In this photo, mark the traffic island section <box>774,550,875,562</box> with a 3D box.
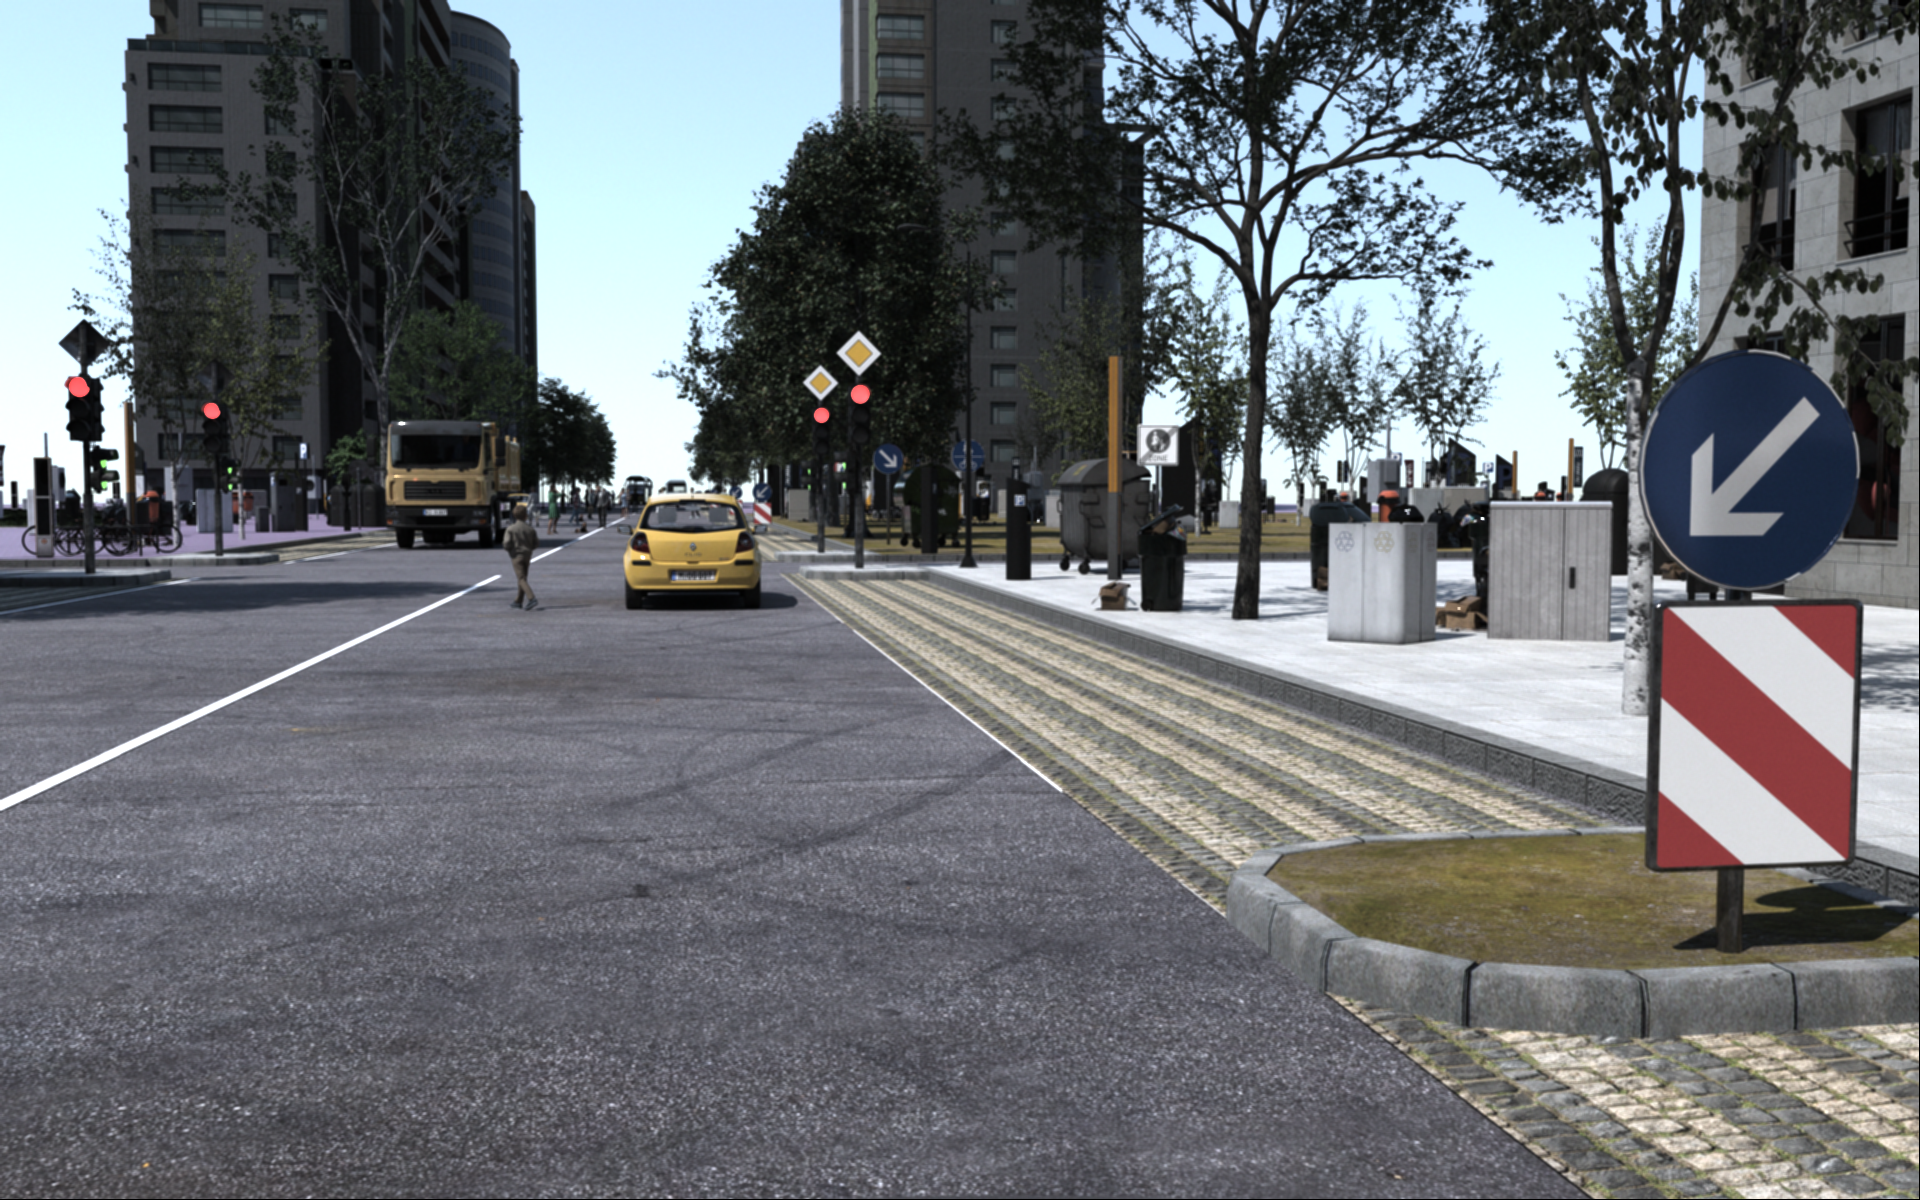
[{"bbox_3d":[-3.008,-0.951,37.824,2.009,0.180,2.903,-1,4,-9],"label":"traffic island section"}]

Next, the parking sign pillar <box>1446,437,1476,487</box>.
[{"bbox_3d":[23.502,-5.678,81.302,1.447,3.967,1.447,3,4,37],"label":"parking sign pillar"}]

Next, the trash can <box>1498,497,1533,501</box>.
[{"bbox_3d":[17.516,-2.610,54.326,0.748,1.137,0.748,0,3,0],"label":"trash can"}]

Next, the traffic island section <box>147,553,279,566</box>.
[{"bbox_3d":[-15.336,-0.828,35.818,2.009,0.180,2.903,-1,4,-9],"label":"traffic island section"}]

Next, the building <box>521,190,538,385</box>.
[{"bbox_3d":[-67.965,-36.523,247.254,14.600,45.320,14.200,-1,4,-9],"label":"building"}]

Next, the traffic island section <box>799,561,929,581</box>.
[{"bbox_3d":[-1.717,-0.469,29.944,2.009,0.180,2.903,-1,4,-9],"label":"traffic island section"}]

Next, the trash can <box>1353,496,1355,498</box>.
[{"bbox_3d":[23.548,-5.709,104.994,0.748,1.137,0.748,0,3,0],"label":"trash can"}]

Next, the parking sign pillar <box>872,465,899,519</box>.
[{"bbox_3d":[-3.802,-6.163,89.242,1.447,3.967,1.447,-1,4,-12],"label":"parking sign pillar"}]

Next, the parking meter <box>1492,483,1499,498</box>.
[{"bbox_3d":[27.983,-5.191,90.592,0.255,1.863,0.399,0,4,1],"label":"parking meter"}]

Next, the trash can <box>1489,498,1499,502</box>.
[{"bbox_3d":[21.367,-3.497,68.833,0.748,1.137,0.748,0,3,0],"label":"trash can"}]

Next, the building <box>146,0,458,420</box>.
[{"bbox_3d":[-54.760,-31.908,145.390,21.300,48.544,21.600,-1,4,-9],"label":"building"}]

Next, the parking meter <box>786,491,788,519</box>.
[{"bbox_3d":[-8.714,-4.914,88.749,0.372,1.533,0.369,0,3,0],"label":"parking meter"}]

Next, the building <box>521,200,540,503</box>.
[{"bbox_3d":[-64.548,-33.596,232.883,14.154,41.232,14.086,-1,4,-9],"label":"building"}]

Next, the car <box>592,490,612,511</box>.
[{"bbox_3d":[-31.564,-8.737,151.523,2.281,1.827,5.304,-1,4,-9],"label":"car"}]

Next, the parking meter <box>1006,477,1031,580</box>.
[{"bbox_3d":[0.877,-1.070,25.899,0.372,1.533,0.369,0,3,0],"label":"parking meter"}]

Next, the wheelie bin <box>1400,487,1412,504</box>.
[{"bbox_3d":[20.290,-4.349,79.021,0.980,1.594,0.693,0,4,-3],"label":"wheelie bin"}]

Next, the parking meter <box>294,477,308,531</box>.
[{"bbox_3d":[-22.963,-3.341,60.343,0.399,1.863,0.255,1,4,12],"label":"parking meter"}]

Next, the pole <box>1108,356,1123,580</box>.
[{"bbox_3d":[2.309,-1.951,25.738,0.158,3.312,0.155,0,3,0],"label":"pole"}]

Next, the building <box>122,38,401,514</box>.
[{"bbox_3d":[-45.578,-20.983,114.773,14.160,30.474,14.107,-1,4,-9],"label":"building"}]

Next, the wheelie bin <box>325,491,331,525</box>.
[{"bbox_3d":[-25.633,-3.860,71.019,0.693,1.594,0.980,-1,4,-14],"label":"wheelie bin"}]

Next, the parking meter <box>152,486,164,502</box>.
[{"bbox_3d":[-26.737,-3.019,57.778,0.372,1.533,0.369,0,3,0],"label":"parking meter"}]

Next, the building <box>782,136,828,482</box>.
[{"bbox_3d":[-12.306,-37.516,232.993,23.786,49.044,30.456,-1,4,-9],"label":"building"}]

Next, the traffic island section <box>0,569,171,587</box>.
[{"bbox_3d":[-14.046,-0.346,27.938,2.009,0.180,2.903,-1,4,-9],"label":"traffic island section"}]

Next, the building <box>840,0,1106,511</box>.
[{"bbox_3d":[0.634,-36.800,143.680,21.231,58.520,28.212,-1,4,-9],"label":"building"}]

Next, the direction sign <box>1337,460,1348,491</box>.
[{"bbox_3d":[25.811,-7.636,116.852,0.876,3.537,0.379,-2,4,-25],"label":"direction sign"}]

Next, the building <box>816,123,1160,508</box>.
[{"bbox_3d":[1.222,-29.310,171.094,32.217,40.220,23.993,-1,4,-9],"label":"building"}]

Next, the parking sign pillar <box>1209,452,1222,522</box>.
[{"bbox_3d":[11.596,-5.598,80.006,1.447,3.967,1.447,-1,4,-22],"label":"parking sign pillar"}]

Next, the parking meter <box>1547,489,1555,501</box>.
[{"bbox_3d":[29.278,-4.749,86.055,0.372,1.533,0.369,0,3,0],"label":"parking meter"}]

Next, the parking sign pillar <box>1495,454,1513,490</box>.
[{"bbox_3d":[36.465,-7.779,115.660,1.447,3.967,1.447,0,4,-1],"label":"parking sign pillar"}]

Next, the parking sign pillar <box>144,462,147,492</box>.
[{"bbox_3d":[-49.341,-7.090,104.400,1.447,3.967,1.447,-2,4,-31],"label":"parking sign pillar"}]

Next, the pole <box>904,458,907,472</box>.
[{"bbox_3d":[-2.828,-5.879,89.972,0.158,3.312,0.155,0,3,0],"label":"pole"}]

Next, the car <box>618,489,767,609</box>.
[{"bbox_3d":[-3.554,-0.785,23.057,2.015,1.641,3.980,-1,4,-9],"label":"car"}]

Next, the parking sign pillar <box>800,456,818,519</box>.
[{"bbox_3d":[-7.621,-5.948,85.724,1.447,3.967,1.447,-1,4,-12],"label":"parking sign pillar"}]

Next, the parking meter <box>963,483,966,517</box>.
[{"bbox_3d":[0.387,-5.471,95.155,0.255,1.863,0.399,2,4,34],"label":"parking meter"}]

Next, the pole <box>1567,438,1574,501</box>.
[{"bbox_3d":[22.284,-4.244,63.227,0.158,3.312,0.155,0,3,0],"label":"pole"}]

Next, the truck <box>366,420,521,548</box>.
[{"bbox_3d":[-14.017,-3.198,48.211,3.469,3.379,9.791,-1,4,-9],"label":"truck"}]

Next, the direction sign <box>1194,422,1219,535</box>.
[{"bbox_3d":[7.825,-3.853,54.999,0.876,3.537,0.379,-2,4,-25],"label":"direction sign"}]

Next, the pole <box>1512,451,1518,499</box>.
[{"bbox_3d":[26.089,-5.359,81.471,0.158,3.312,0.155,0,3,0],"label":"pole"}]

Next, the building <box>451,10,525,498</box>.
[{"bbox_3d":[-65.314,-40.908,210.841,21.231,58.520,28.212,-1,4,-9],"label":"building"}]

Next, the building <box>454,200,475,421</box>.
[{"bbox_3d":[-54.101,-24.035,164.677,14.160,30.474,14.107,-1,4,-9],"label":"building"}]

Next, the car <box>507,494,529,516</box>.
[{"bbox_3d":[-25.894,-5.593,101.670,2.015,1.641,3.980,-1,4,-10],"label":"car"}]

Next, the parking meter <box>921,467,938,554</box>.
[{"bbox_3d":[-0.654,-1.929,37.247,0.255,1.863,0.399,1,4,22],"label":"parking meter"}]

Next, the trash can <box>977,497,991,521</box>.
[{"bbox_3d":[1.104,-4.344,82.673,0.748,1.137,0.748,0,3,0],"label":"trash can"}]

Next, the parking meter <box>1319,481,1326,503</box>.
[{"bbox_3d":[16.117,-4.357,76.950,0.255,1.863,0.399,0,4,5],"label":"parking meter"}]

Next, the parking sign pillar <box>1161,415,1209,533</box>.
[{"bbox_3d":[7.358,-4.231,57.652,1.447,3.967,1.447,0,4,0],"label":"parking sign pillar"}]

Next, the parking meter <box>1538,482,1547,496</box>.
[{"bbox_3d":[27.258,-4.610,81.078,0.399,1.863,0.255,-2,4,-34],"label":"parking meter"}]

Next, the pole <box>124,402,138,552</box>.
[{"bbox_3d":[-18.429,-2.730,38.481,0.158,3.312,0.155,0,3,0],"label":"pole"}]

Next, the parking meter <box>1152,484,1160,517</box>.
[{"bbox_3d":[10.850,-5.512,95.834,0.399,1.863,0.255,1,4,17],"label":"parking meter"}]

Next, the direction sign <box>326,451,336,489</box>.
[{"bbox_3d":[-33.535,-6.144,92.444,0.379,3.537,0.876,1,4,10],"label":"direction sign"}]

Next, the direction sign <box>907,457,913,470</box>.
[{"bbox_3d":[-2.865,-6.896,104.740,0.876,3.537,0.379,0,4,7],"label":"direction sign"}]

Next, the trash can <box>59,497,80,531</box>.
[{"bbox_3d":[-31.362,-3.015,60.953,0.748,1.137,0.748,0,3,0],"label":"trash can"}]

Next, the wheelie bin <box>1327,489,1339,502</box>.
[{"bbox_3d":[23.921,-6.324,111.301,0.980,1.594,0.693,-1,4,-12],"label":"wheelie bin"}]

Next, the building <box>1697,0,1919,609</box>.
[{"bbox_3d":[16.398,-9.827,15.427,10.420,20.320,16.860,-1,4,-9],"label":"building"}]

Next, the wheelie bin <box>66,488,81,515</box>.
[{"bbox_3d":[-43.427,-4.706,84.848,0.693,1.594,0.980,-2,4,-25],"label":"wheelie bin"}]

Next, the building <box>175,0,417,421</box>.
[{"bbox_3d":[-48.486,-27.217,128.590,14.154,41.232,14.086,-1,4,-9],"label":"building"}]

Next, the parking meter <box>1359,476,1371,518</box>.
[{"bbox_3d":[13.075,-3.063,55.795,0.399,1.863,0.255,0,4,6],"label":"parking meter"}]

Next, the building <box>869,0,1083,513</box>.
[{"bbox_3d":[0.407,-26.823,122.146,14.154,41.232,14.086,-1,4,-9],"label":"building"}]
